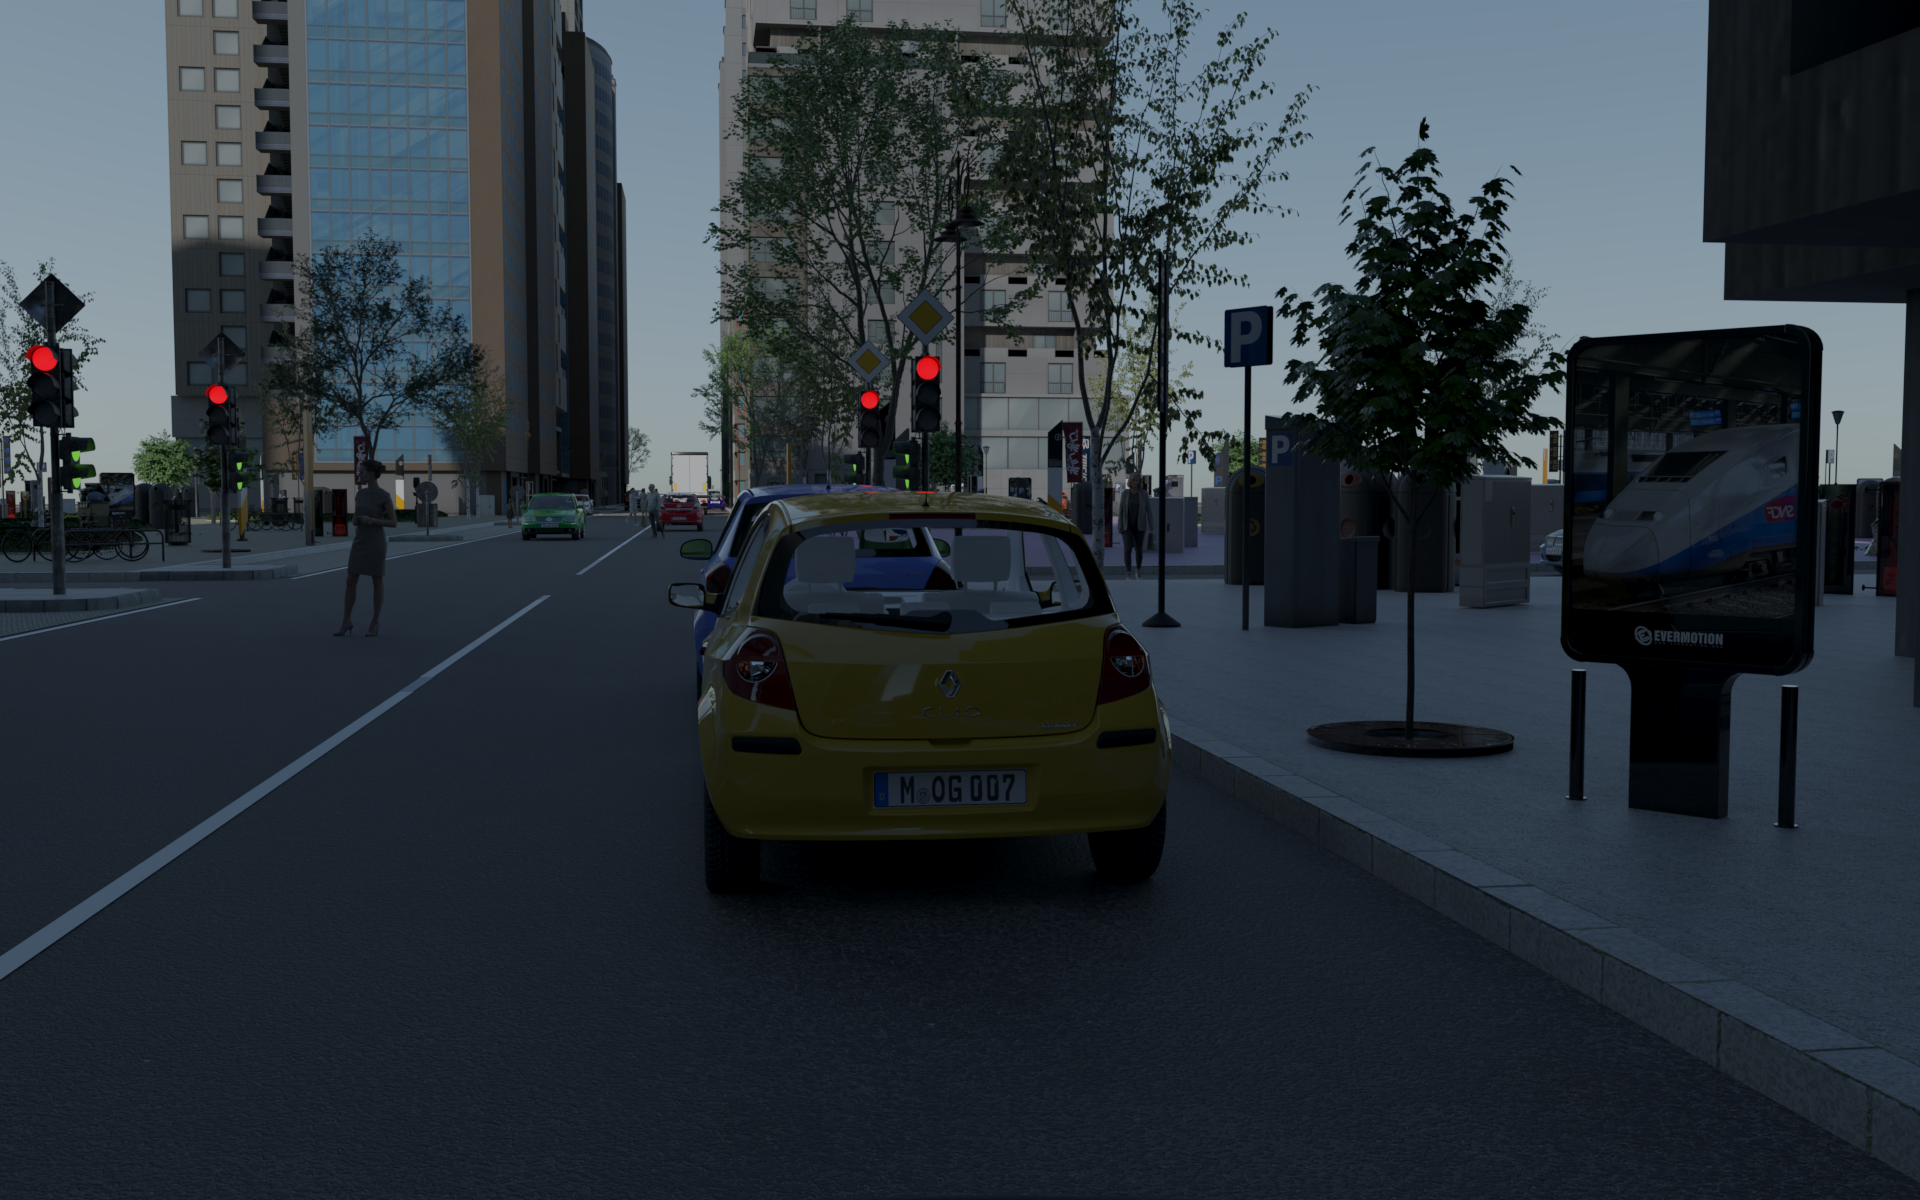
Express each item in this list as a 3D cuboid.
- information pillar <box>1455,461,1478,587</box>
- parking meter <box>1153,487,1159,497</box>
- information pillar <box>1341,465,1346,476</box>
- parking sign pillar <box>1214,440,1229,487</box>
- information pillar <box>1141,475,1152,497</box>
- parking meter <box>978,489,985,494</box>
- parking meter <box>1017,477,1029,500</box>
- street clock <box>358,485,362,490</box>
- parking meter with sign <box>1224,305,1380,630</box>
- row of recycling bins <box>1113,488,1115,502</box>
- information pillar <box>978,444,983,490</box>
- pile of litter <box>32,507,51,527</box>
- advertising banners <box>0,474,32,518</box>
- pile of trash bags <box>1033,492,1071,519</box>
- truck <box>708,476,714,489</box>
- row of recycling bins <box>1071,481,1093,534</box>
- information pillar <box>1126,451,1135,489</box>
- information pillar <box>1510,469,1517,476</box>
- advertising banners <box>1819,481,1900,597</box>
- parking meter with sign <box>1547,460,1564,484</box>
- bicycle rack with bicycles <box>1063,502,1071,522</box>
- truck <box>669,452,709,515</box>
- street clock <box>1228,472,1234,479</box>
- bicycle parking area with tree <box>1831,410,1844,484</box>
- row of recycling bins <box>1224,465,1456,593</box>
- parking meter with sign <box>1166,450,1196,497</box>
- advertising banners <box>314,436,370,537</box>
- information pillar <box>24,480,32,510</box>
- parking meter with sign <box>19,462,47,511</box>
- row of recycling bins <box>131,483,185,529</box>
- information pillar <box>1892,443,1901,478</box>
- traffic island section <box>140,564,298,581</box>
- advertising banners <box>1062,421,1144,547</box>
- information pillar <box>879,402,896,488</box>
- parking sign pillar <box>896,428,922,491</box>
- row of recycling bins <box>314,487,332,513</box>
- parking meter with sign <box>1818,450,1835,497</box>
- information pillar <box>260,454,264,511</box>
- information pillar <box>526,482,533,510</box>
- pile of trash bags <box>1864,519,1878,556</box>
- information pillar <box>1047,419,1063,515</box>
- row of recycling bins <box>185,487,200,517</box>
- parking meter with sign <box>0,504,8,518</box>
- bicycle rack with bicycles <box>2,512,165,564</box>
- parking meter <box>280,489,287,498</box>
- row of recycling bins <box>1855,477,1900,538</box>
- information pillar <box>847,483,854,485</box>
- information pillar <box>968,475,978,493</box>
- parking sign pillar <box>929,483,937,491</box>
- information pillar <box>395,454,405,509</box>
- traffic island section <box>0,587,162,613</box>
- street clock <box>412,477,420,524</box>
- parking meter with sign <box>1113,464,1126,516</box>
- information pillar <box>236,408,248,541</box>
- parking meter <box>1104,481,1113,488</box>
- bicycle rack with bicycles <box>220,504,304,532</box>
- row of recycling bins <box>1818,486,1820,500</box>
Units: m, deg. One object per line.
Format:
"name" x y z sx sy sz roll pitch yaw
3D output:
"information pillar" 6.986 -1.198 24.078 0.304 2.012 0.304 3 5 39
"parking meter" 6.221 -2.802 54.221 0.372 1.533 0.369 0 3 0
"information pillar" 7.726 -2.637 34.462 0.504 3.616 0.183 0 4 -3
"parking sign pillar" 12.279 -5.676 81.279 1.447 3.967 1.447 1 4 21
"information pillar" 7.114 -3.766 66.064 0.304 2.012 0.304 2 4 35
"parking meter" 0.946 -4.373 79.904 0.372 1.533 0.369 0 3 0
"parking meter" 2.153 -3.277 59.293 0.399 1.863 0.255 1 4 22
"street clock" -35.515 -5.991 102.520 0.358 2.002 0.471 -1 4 -20
"parking meter with sign" 3.351 -1.254 16.770 1.738 3.016 0.543 -3 4 -38
"row of recycling bins" 9.769 -6.164 107.889 1.069 1.692 3.534 -1 4 -16
"information pillar" 0.968 -5.493 81.161 0.183 3.616 0.504 -1 4 -21
"pile of litter" -30.484 -2.689 57.935 1.176 0.858 1.719 -1 4 -8
"advertising banners" -41.774 -4.896 76.234 0.090 3.025 2.074 1 4 19
"pile of trash bags" 3.510 -4.532 83.848 3.447 1.369 1.912 0 4 3
"truck" -36.881 -15.794 247.997 2.967 4.110 18.799 0 4 -7
"row of recycling bins" 4.184 -3.037 56.761 1.069 1.692 3.534 0 4 6
"information pillar" 9.345 -6.335 94.935 0.504 3.616 0.183 1 4 8
"information pillar" 34.231 -7.086 107.215 0.504 3.616 0.183 3 4 38
"advertising banners" 11.657 -1.550 21.531 0.090 3.025 2.074 -3 4 -38
"parking meter with sign" 30.440 -5.655 88.718 0.543 3.016 1.738 -1 4 -12
"bicycle rack with bicycles" 4.788 -3.934 77.704 2.925 0.926 2.852 0 4 -7
"truck" -18.819 -8.046 120.464 2.839 4.237 11.283 -1 4 -9
"street clock" 9.029 -3.243 57.594 0.358 2.002 0.471 0 4 2
"bicycle parking area with tree" 27.674 -4.382 58.648 8.231 4.147 9.016 -1 4 -9
"row of recycling bins" 5.168 -1.021 23.801 3.534 1.692 1.069 3 5 44
"parking meter with sign" 8.483 -4.440 68.856 1.738 3.016 0.543 -1 4 -22
"advertising banners" -18.721 -3.422 52.143 2.074 3.025 0.090 0 4 6
"information pillar" -49.531 -5.357 92.075 0.304 2.012 0.304 -2 4 -30
"parking meter with sign" -50.152 -5.957 93.651 0.543 3.016 1.738 0 4 7
"row of recycling bins" -30.588 -3.494 64.232 3.534 1.692 1.069 1 4 23
"information pillar" 43.294 -5.421 79.992 0.183 3.616 0.504 -2 4 -30
"traffic island section" -12.766 -0.479 30.111 2.009 0.180 2.903 -1 4 -9
"advertising banners" 3.473 -2.785 41.725 2.074 3.025 0.090 1 4 10
"information pillar" -1.767 -3.074 41.610 0.504 3.616 0.183 0 4 -7
"parking sign pillar" -2.645 -5.017 70.495 1.447 3.967 1.447 3 5 41
"row of recycling bins" -36.142 -5.556 97.948 1.069 1.692 3.534 -1 4 -12
"parking meter with sign" 33.575 -4.422 68.564 0.543 3.016 1.738 -3 4 -38
"information pillar" -40.778 -6.717 101.178 0.183 3.616 0.504 -2 4 -28
"information pillar" -25.388 -5.975 102.175 0.304 2.012 0.304 -3 5 -42
"pile of trash bags" 19.674 -1.589 35.739 1.912 1.369 3.447 3 5 39
"information pillar" 2.998 -3.853 54.352 0.504 3.616 0.183 0 4 -5
"row of recycling bins" -44.095 -5.523 97.406 3.534 1.692 1.069 2 4 30
"parking meter with sign" -40.486 -4.647 72.235 0.543 3.016 1.738 0 4 7
"bicycle rack with bicycles" -16.661 -1.203 33.053 2.925 0.926 2.852 -3 5 -43
"parking meter" -37.516 -5.360 96.040 0.372 1.533 0.369 0 3 0
"row of recycling bins" 27.585 -2.601 49.635 3.534 1.692 1.069 3 4 36
"information pillar" -5.286 -4.849 83.778 0.304 2.012 0.304 0 4 7
"information pillar" 0.500 -3.848 67.405 0.304 2.012 0.304 -1 4 -22
"parking sign pillar" -1.846 -6.016 86.827 1.447 3.967 1.447 1 4 13
"information pillar" -32.481 -6.676 100.512 0.504 3.616 0.183 0 4 6
"traffic island section" -11.568 0.004 22.216 2.009 0.180 2.903 -1 4 -9
"street clock" -23.304 -4.266 74.312 0.358 2.002 0.471 -1 4 -9
"parking meter with sign" 9.258 -6.325 99.668 0.543 3.016 1.738 3 5 40
"information pillar" -19.612 -3.421 47.295 0.183 3.616 0.504 0 4 -2
"parking meter" 6.654 -4.421 77.999 0.399 1.863 0.255 3 5 43
"bicycle rack with bicycles" -24.257 -2.878 60.442 2.925 0.926 2.852 -2 4 -29
"row of recycling bins" 43.827 -5.208 92.258 3.534 1.692 1.069 2 4 25
